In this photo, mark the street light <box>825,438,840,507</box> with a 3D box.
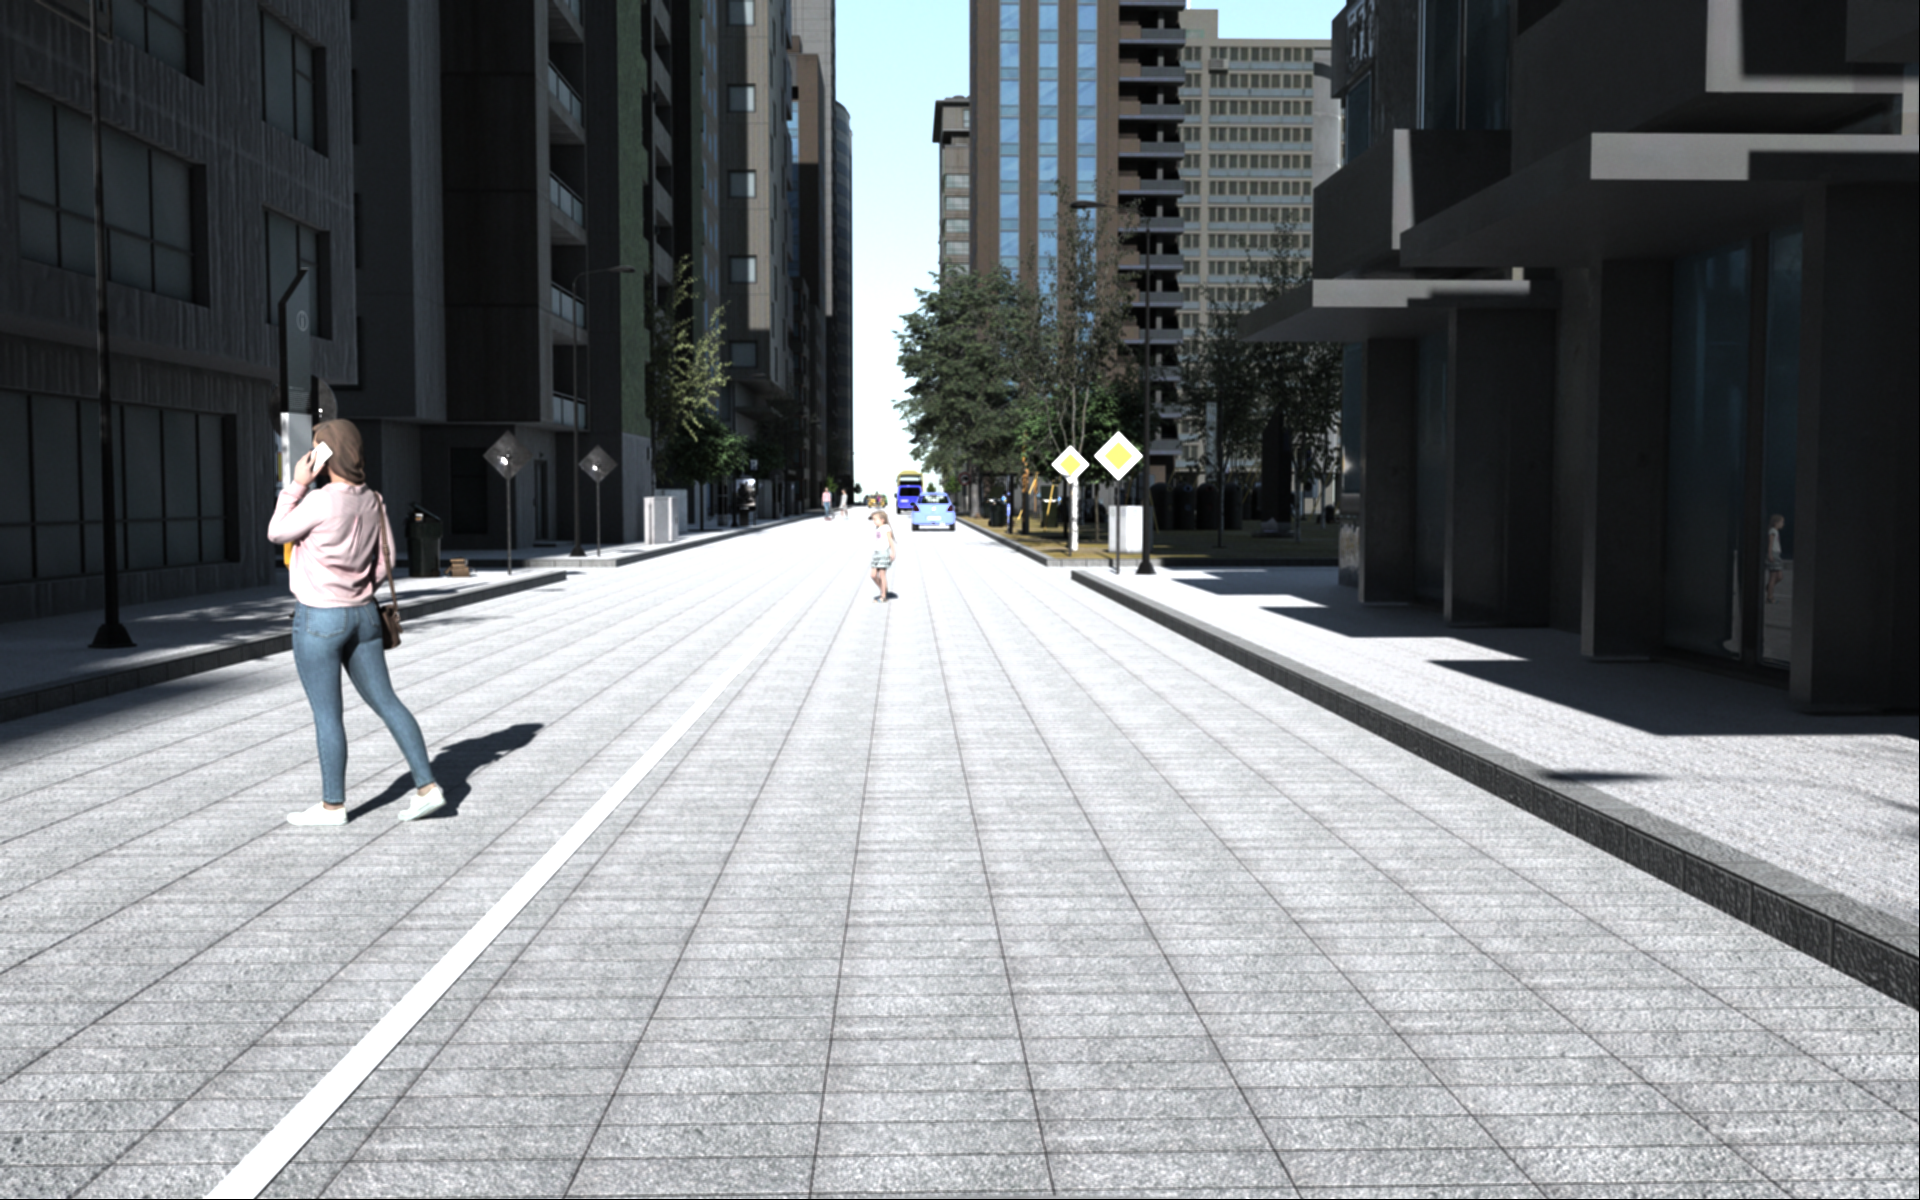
[{"bbox_3d":[-10.760,-10.415,142.831,1.470,5.913,1.316,0,4,-2],"label":"street light"}]

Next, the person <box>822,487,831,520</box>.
[{"bbox_3d":[-7.266,-5.245,94.261,0.555,1.821,0.388,-3,4,-37],"label":"person"}]

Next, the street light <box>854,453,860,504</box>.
[{"bbox_3d":[-12.331,-13.591,194.759,1.470,5.913,1.316,0,4,-2],"label":"street light"}]

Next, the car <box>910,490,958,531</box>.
[{"bbox_3d":[-1.029,-3.587,68.243,1.945,1.707,3.694,0,4,0],"label":"car"}]

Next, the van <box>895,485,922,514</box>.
[{"bbox_3d":[-3.620,-7.387,125.156,2.240,2.365,5.245,0,4,-2],"label":"van"}]

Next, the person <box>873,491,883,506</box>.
[{"bbox_3d":[-8.192,-9.971,172.312,1.217,1.735,0.721,2,4,34],"label":"person"}]

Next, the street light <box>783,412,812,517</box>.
[{"bbox_3d":[-9.318,-7.679,98.086,1.470,5.913,1.316,0,4,-2],"label":"street light"}]

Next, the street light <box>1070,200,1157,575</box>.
[{"bbox_3d":[2.438,-3.366,27.569,1.470,5.913,1.316,0,4,-2],"label":"street light"}]

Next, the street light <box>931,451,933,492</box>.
[{"bbox_3d":[-1.640,-11.142,154.717,1.470,5.913,1.316,0,4,-2],"label":"street light"}]

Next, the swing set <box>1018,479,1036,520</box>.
[{"bbox_3d":[4.806,-5.423,86.285,2.862,2.851,3.119,-1,4,-22],"label":"swing set"}]

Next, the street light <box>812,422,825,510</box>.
[{"bbox_3d":[-9.655,-8.529,111.995,1.470,5.913,1.316,0,4,-2],"label":"street light"}]

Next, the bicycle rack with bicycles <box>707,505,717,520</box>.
[{"bbox_3d":[-13.714,-4.359,84.652,2.852,0.926,2.925,-2,4,-33],"label":"bicycle rack with bicycles"}]

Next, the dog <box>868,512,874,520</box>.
[{"bbox_3d":[-4.876,-4.667,96.497,0.550,0.427,0.748,0,4,7],"label":"dog"}]

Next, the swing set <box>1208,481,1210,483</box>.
[{"bbox_3d":[16.188,-6.103,97.400,2.862,2.851,3.119,-2,4,-26],"label":"swing set"}]

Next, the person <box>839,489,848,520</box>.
[{"bbox_3d":[-6.507,-5.374,97.119,0.466,1.731,0.760,1,4,12],"label":"person"}]

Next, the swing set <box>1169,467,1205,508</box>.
[{"bbox_3d":[13.493,-6.423,102.634,2.862,2.851,3.119,-2,4,-26],"label":"swing set"}]

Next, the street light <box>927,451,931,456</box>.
[{"bbox_3d":[-2.792,-13.101,186.736,1.470,5.913,1.316,0,4,-2],"label":"street light"}]

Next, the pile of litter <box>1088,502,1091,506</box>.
[{"bbox_3d":[6.693,-4.934,94.640,1.176,0.858,1.719,0,4,0],"label":"pile of litter"}]

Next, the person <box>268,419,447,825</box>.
[{"bbox_3d":[-2.590,0.098,7.491,0.643,1.750,0.593,1,4,21],"label":"person"}]

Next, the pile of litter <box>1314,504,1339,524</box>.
[{"bbox_3d":[16.151,-3.730,74.951,1.719,0.858,1.176,0,4,-1],"label":"pile of litter"}]

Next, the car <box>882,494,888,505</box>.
[{"bbox_3d":[-10.136,-12.905,219.798,1.959,1.807,4.718,0,4,-1],"label":"car"}]

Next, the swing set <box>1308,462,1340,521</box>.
[{"bbox_3d":[17.993,-5.067,80.458,2.862,2.851,3.119,-1,4,-9],"label":"swing set"}]

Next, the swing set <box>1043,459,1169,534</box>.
[{"bbox_3d":[4.738,-3.635,57.051,3.119,2.851,2.862,-1,4,-21],"label":"swing set"}]

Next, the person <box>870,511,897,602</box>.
[{"bbox_3d":[-0.969,-0.576,22.938,0.382,1.210,0.505,-2,4,-35],"label":"person"}]

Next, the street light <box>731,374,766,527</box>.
[{"bbox_3d":[-8.189,-5.777,67.001,1.470,5.913,1.316,0,4,-2],"label":"street light"}]

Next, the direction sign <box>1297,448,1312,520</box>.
[{"bbox_3d":[16.788,-5.661,84.551,0.876,3.537,0.379,-2,4,-28],"label":"direction sign"}]

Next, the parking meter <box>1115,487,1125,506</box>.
[{"bbox_3d":[5.721,-3.275,61.957,0.372,1.533,0.369,0,3,0],"label":"parking meter"}]

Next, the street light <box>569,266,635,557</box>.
[{"bbox_3d":[-7.311,-3.846,35.425,1.470,5.913,1.316,0,4,-2],"label":"street light"}]

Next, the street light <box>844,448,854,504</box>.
[{"bbox_3d":[-11.683,-12.302,173.673,1.470,5.913,1.316,0,4,-2],"label":"street light"}]

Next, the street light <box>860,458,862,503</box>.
[{"bbox_3d":[-13.323,-15.478,225.598,1.470,5.913,1.316,0,4,-2],"label":"street light"}]

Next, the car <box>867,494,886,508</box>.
[{"bbox_3d":[-8.766,-10.521,182.244,2.015,1.641,3.980,0,4,-1],"label":"car"}]

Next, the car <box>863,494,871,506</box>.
[{"bbox_3d":[-10.802,-12.137,210.444,2.014,1.417,4.499,0,4,0],"label":"car"}]

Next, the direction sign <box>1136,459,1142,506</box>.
[{"bbox_3d":[6.112,-4.137,59.630,0.379,3.537,0.876,-1,4,-14],"label":"direction sign"}]

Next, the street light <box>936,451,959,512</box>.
[{"bbox_3d":[-0.767,-9.230,123.459,1.470,5.913,1.316,0,4,-2],"label":"street light"}]

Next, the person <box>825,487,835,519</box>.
[{"bbox_3d":[-7.702,-5.691,101.403,0.748,1.841,0.638,3,5,43],"label":"person"}]

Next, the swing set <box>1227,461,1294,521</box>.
[{"bbox_3d":[14.472,-5.260,83.620,2.862,2.851,3.119,0,4,3],"label":"swing set"}]

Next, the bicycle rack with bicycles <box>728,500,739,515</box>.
[{"bbox_3d":[-14.032,-5.532,103.836,2.925,0.926,2.852,-3,5,-45],"label":"bicycle rack with bicycles"}]

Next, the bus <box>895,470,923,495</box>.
[{"bbox_3d":[-5.198,-11.424,178.331,2.896,3.916,12.252,0,4,-3],"label":"bus"}]

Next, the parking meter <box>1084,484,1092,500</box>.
[{"bbox_3d":[7.184,-5.580,96.942,0.399,1.863,0.255,-1,4,-8],"label":"parking meter"}]

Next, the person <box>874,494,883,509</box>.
[{"bbox_3d":[-7.519,-9.123,160.891,0.991,1.433,0.599,-1,4,-18],"label":"person"}]
